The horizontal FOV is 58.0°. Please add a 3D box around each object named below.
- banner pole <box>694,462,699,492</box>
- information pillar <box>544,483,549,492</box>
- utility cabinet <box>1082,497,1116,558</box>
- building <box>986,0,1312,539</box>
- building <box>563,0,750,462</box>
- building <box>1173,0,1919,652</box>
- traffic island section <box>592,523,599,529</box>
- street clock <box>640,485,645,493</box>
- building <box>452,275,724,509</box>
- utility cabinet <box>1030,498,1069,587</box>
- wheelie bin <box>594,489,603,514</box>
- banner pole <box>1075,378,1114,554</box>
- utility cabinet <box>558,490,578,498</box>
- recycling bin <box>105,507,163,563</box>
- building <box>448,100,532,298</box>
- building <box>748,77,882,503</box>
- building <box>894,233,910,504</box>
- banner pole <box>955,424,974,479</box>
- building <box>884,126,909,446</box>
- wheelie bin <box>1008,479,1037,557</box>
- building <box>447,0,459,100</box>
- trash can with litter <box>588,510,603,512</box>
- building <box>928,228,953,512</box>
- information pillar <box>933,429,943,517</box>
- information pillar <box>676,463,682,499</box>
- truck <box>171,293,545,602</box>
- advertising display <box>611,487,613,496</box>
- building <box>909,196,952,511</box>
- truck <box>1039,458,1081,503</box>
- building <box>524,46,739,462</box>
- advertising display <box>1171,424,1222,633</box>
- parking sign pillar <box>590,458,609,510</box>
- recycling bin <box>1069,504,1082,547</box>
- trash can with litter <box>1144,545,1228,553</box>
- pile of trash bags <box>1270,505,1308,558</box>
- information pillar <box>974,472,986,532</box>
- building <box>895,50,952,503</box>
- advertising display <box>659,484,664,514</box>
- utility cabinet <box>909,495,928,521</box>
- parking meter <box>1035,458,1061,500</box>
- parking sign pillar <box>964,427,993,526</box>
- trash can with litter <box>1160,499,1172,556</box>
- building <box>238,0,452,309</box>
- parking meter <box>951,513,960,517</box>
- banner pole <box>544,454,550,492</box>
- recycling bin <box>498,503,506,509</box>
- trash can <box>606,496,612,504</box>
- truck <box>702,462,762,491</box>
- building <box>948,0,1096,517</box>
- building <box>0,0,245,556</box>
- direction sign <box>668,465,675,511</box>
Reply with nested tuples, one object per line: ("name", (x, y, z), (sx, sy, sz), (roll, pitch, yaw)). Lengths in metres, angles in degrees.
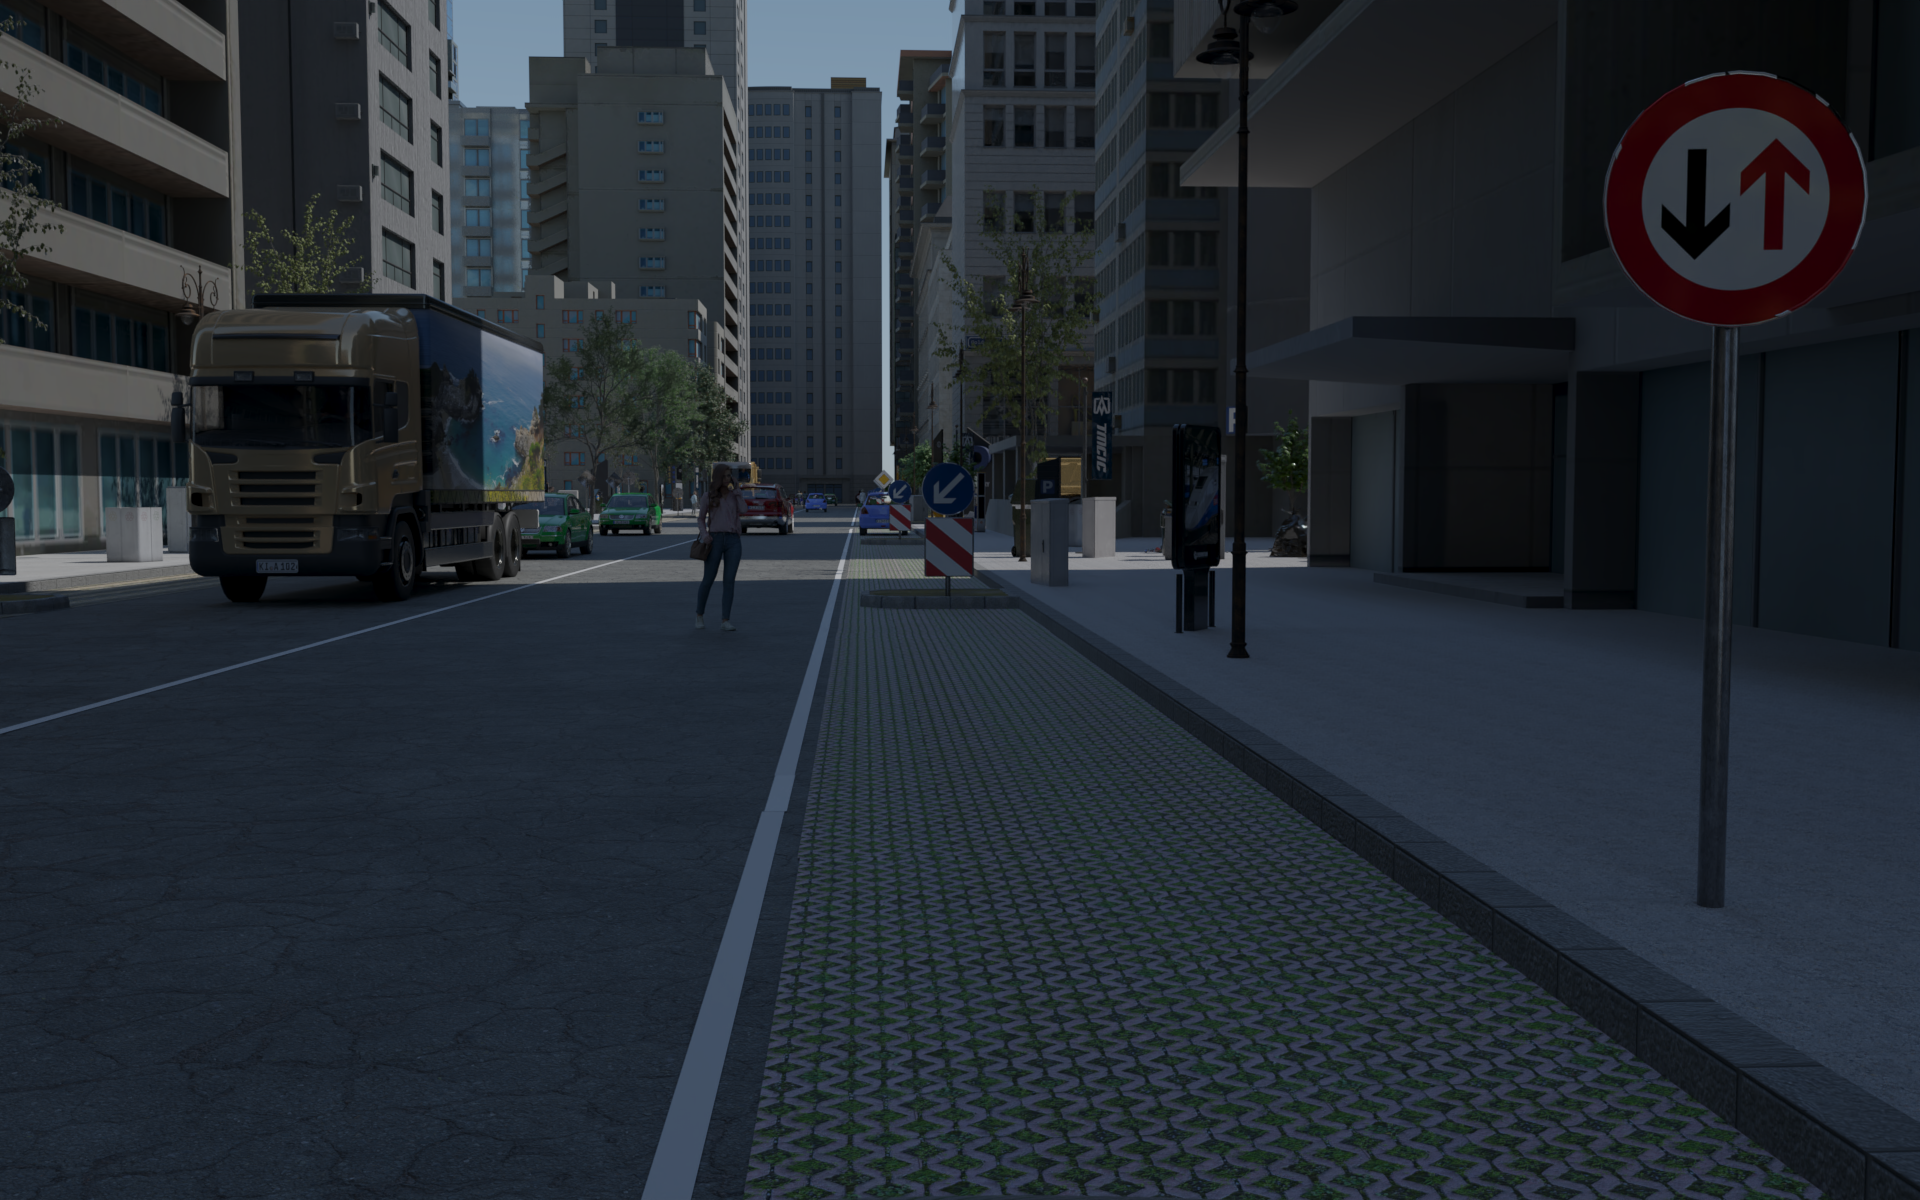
("banner pole", (-20.702, -8.923, 135.903), (0.401, 3.779, 0.863), (2, 4, 24))
("information pillar", (-27.303, -6.717, 114.320), (0.304, 2.012, 0.304), (-1, 4, -21))
("utility cabinet", (2.818, -1.469, 35.185), (0.306, 1.237, 1.020), (2, 4, 29))
("building", (17.417, -22.281, 56.177), (32.217, 40.220, 23.993), (0, 4, -3))
("building", (-37.353, -47.635, 217.080), (20.611, 71.187, 20.563), (0, 4, -3))
("building", (17.889, -26.190, 17.448), (28.713, 52.752, 27.495), (0, 4, -3))
("traffic island section", (-15.742, -3.461, 78.872), (2.009, 0.180, 2.903), (0, 4, -3))
("street clock", (-25.428, -8.193, 138.518), (0.471, 2.002, 0.358), (1, 4, 16))
("building", (-37.811, -19.715, 167.379), (27.650, 21.520, 28.899), (0, 4, -3))
("utility cabinet", (1.256, -0.815, 24.492), (0.306, 1.237, 1.020), (-1, 4, -13))
("wheelie bin", (-23.302, -6.311, 111.093), (0.693, 1.594, 0.980), (-3, 5, -41))
("banner pole", (2.895, -2.886, 37.207), (0.863, 3.779, 0.401), (2, 4, 25))
("utility cabinet", (-24.115, -5.990, 106.618), (1.173, 1.500, 0.318), (0, 4, 4))
("recycling bin", (-15.634, -1.238, 32.794), (0.722, 1.027, 0.722), (1, 4, 12))
("building", (-63.509, -36.340, 213.764), (30.456, 49.044, 23.786), (0, 4, -3))
("building", (-25.291, -43.156, 247.604), (28.212, 58.520, 21.231), (0, 4, -3))
("building", (-0.400, -25.809, 193.671), (14.160, 30.474, 14.107), (0, 4, -3))
("banner pole", (0.108, -4.420, 62.284), (0.863, 3.779, 0.401), (0, 4, -2))
("building", (2.828, -40.627, 253.488), (27.495, 52.752, 28.713), (0, 4, -3))
("wheelie bin", (1.433, -1.676, 35.304), (0.980, 1.594, 0.693), (2, 4, 29))
("building", (-83.812, -56.938, 243.605), (31.000, 86.520, 22.319), (0, 4, -3))
("trash can with litter", (-26.827, -7.025, 125.922), (2.233, 1.210, 1.678), (-1, 4, -16))
("building", (3.399, -16.009, 116.502), (10.420, 20.320, 16.860), (0, 4, -3))
("information pillar", (-0.777, -4.353, 62.527), (0.183, 3.616, 0.504), (-3, 5, -42))
("information pillar", (-21.425, -8.611, 132.138), (0.504, 3.616, 0.183), (-2, 4, -34))
("truck", (-8.710, -2.298, 26.492), (2.839, 4.237, 11.283), (0, 4, -2))
("advertising display", (-30.677, -9.014, 152.591), (0.123, 1.923, 0.974), (-1, 4, -10))
("building", (4.365, -18.755, 139.931), (16.112, 22.955, 30.059), (0, 4, -3))
("truck", (7.417, -4.894, 75.934), (9.791, 3.379, 3.469), (0, 4, -2))
("building", (-36.065, -34.768, 192.154), (21.300, 48.544, 21.600), (0, 4, -3))
("advertising display", (2.228, -0.678, 16.302), (0.123, 1.923, 0.974), (2, 4, 29))
("parking sign pillar", (-26.979, -8.636, 129.669), (1.447, 3.967, 1.447), (0, 4, -7))
("recycling bin", (2.953, -1.826, 42.415), (0.722, 1.027, 0.722), (-2, 4, -28))
("trash can with litter", (4.807, -1.660, 38.206), (1.678, 1.210, 2.233), (-1, 4, -16))
("pile of trash bags", (8.111, -1.600, 35.918), (3.447, 1.369, 1.912), (-3, 5, -41))
("information pillar", (0.661, -3.273, 57.999), (0.304, 2.012, 0.304), (-1, 4, -22))
("building", (4.820, -31.587, 171.068), (22.147, 44.769, 28.867), (0, 4, -3))
("advertising display", (-18.979, -6.419, 110.164), (0.123, 1.923, 0.974), (0, 4, -2))
("utility cabinet", (-1.945, -4.348, 82.255), (0.306, 1.237, 1.020), (3, 5, 42))
("parking meter", (1.416, -1.357, 27.904), (0.399, 1.863, 0.255), (1, 4, 12))
("parking sign pillar", (0.819, -4.950, 69.401), (1.447, 3.967, 1.447), (2, 4, 27))
("trash can with litter", (4.654, -1.492, 35.782), (1.055, 1.170, 0.624), (1, 4, 9))
("building", (-26.160, -17.735, 61.667), (14.107, 30.474, 14.160), (0, 4, -3))
("parking meter", (-0.152, -3.173, 60.288), (0.372, 1.533, 0.369), (0, 3, 0))
("banner pole", (-26.014, -7.260, 108.724), (0.863, 3.779, 0.401), (-1, 4, -22))
("recycling bin", (-18.361, -3.474, 69.351), (0.722, 1.027, 0.722), (2, 4, 24))
("trash can", (-25.763, -7.103, 127.795), (0.748, 1.137, 0.748), (0, 3, 0))
("truck", (-13.725, -6.735, 106.035), (3.469, 3.379, 9.791), (0, 4, -4))
("building", (14.603, -18.862, 85.882), (29.804, 29.767, 11.434), (0, 4, -3))
("building", (-29.110, -25.098, 34.053), (21.300, 48.544, 21.600), (0, 4, -3))
("direction sign", (-22.468, -8.743, 134.944), (0.876, 3.537, 0.379), (3, 5, 40))
